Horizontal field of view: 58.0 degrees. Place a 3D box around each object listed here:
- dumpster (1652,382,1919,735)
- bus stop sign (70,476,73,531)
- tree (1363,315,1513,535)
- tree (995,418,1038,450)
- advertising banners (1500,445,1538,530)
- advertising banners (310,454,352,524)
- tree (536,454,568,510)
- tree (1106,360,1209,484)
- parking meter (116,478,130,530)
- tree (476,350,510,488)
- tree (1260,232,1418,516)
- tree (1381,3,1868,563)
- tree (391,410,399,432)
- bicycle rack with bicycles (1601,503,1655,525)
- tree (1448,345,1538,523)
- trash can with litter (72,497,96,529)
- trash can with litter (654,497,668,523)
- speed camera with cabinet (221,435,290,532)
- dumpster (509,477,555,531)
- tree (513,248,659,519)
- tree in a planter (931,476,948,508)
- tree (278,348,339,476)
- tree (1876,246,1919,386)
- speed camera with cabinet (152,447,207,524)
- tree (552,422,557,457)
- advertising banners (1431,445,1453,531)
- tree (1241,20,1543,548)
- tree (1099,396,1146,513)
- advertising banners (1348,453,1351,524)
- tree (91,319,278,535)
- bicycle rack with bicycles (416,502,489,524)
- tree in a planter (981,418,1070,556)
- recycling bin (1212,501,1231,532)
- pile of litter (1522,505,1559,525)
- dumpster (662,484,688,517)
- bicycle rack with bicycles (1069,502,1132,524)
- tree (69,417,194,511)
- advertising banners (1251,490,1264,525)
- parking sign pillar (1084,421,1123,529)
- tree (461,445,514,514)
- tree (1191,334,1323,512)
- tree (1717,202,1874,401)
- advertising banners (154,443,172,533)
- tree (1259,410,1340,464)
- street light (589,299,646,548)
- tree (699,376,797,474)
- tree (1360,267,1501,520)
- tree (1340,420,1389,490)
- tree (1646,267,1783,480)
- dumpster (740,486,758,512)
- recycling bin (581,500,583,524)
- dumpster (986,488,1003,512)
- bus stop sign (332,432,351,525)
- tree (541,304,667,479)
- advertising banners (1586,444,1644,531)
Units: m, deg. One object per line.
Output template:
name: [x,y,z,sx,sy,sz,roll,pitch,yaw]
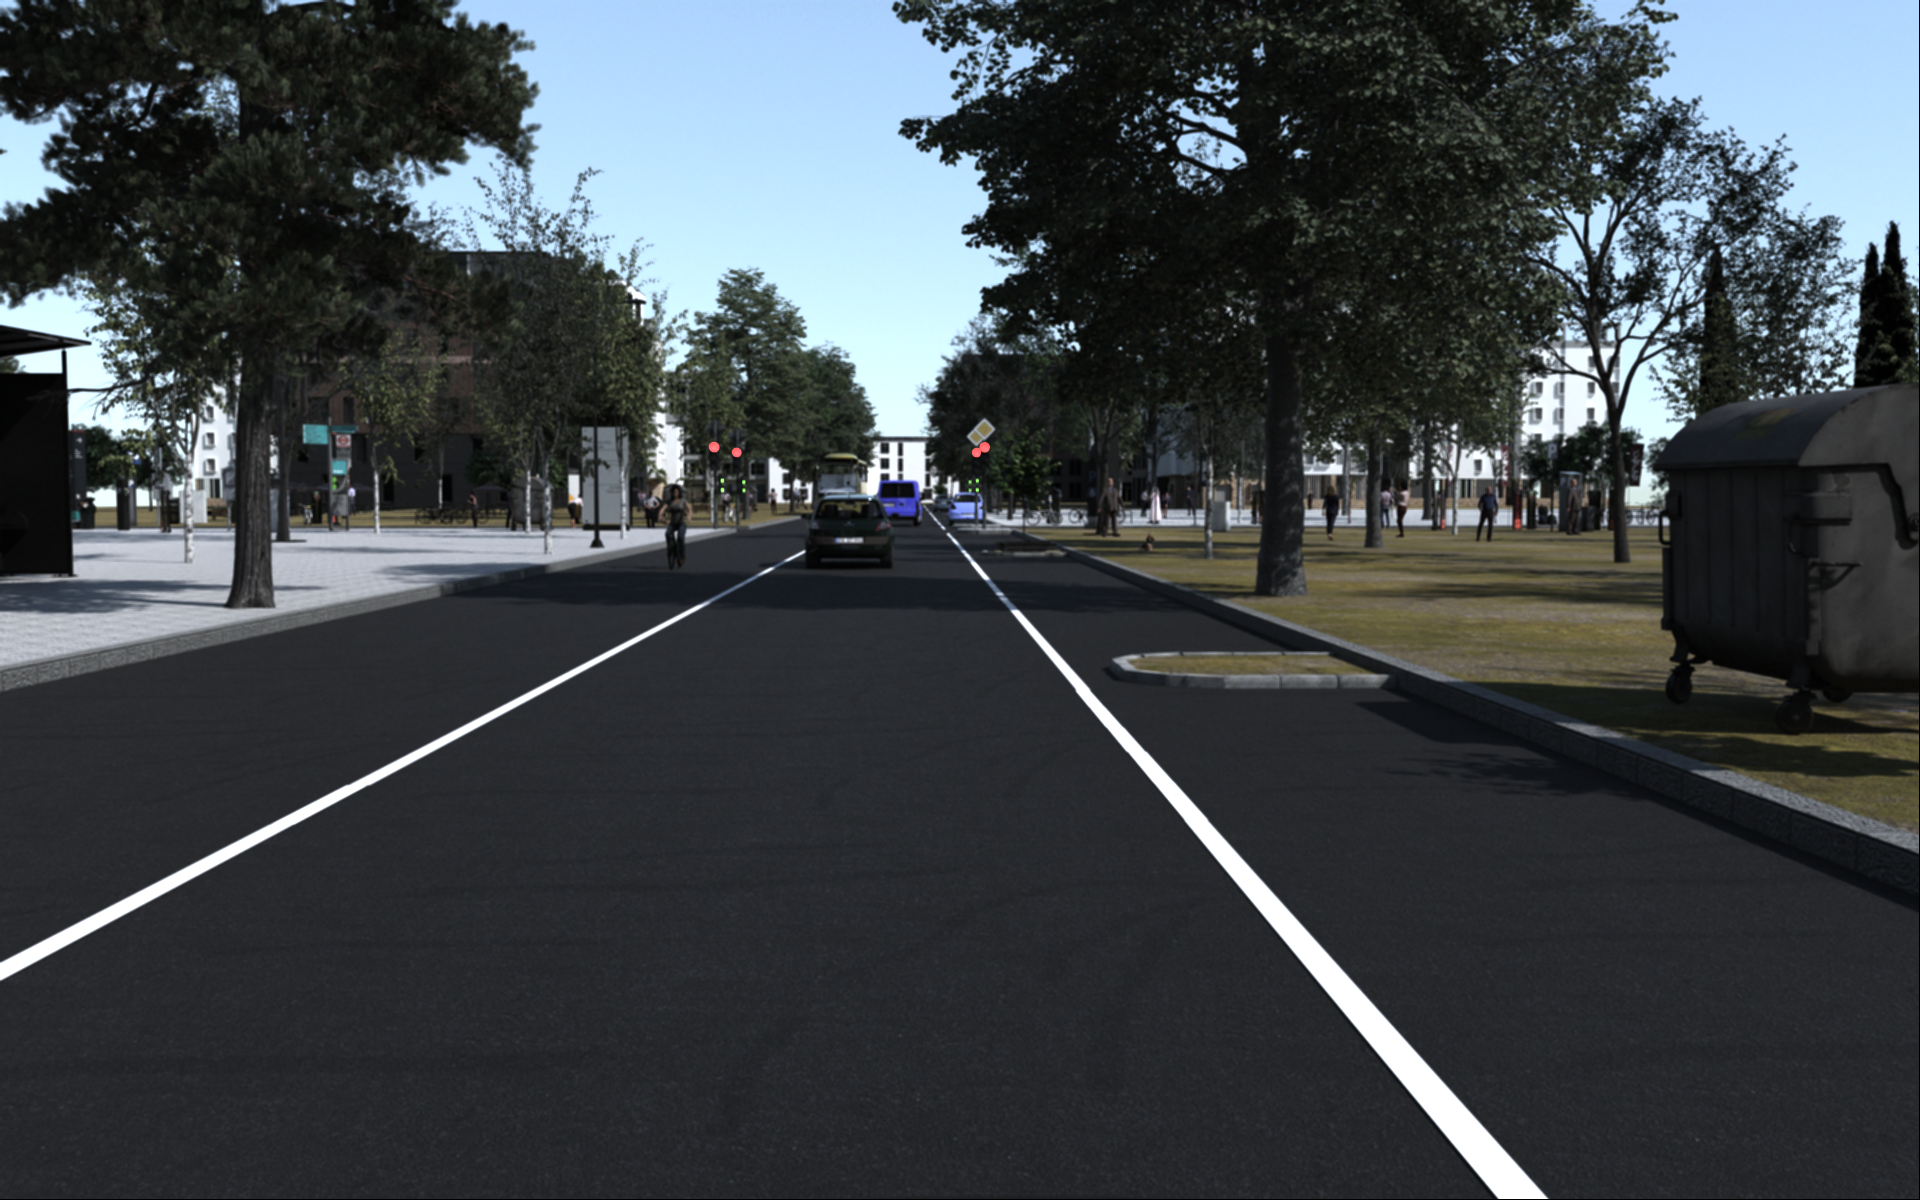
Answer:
dumpster: [4.934,-0.252,9.879,1.264,1.857,1.865,0,4,-2]
bus stop sign: [-31.314,-4.389,60.464,0.416,3.939,0.855,-1,4,-18]
tree: [15.474,-6.381,54.689,4.360,8.622,3.978,0,3,0]
tree: [4.368,-11.517,138.670,4.737,8.622,4.395,0,3,0]
advertising banners: [20.068,-4.039,62.225,2.074,3.025,0.090,-2,4,-33]
advertising banners: [-27.184,-4.814,74.901,0.090,3.025,2.074,3,4,37]
tree: [-31.788,-9.331,136.276,4.285,4.588,4.351,0,3,0]
tree: [12.412,-10.691,109.203,8.767,10.594,7.601,0,4,6]
parking meter: [-29.618,-3.400,61.301,0.399,1.863,0.255,2,4,23]
tree: [-21.061,-8.092,82.674,4.737,8.622,4.395,0,3,0]
tree: [23.748,-15.163,103.806,12.611,20.169,13.585,0,3,0]
tree: [12.409,-5.993,32.390,8.767,10.594,7.601,0,4,2]
tree: [-26.652,-8.412,87.893,4.360,8.622,3.978,0,3,0]
bicycle rack with bicycles: [27.853,-3.678,73.516,2.852,0.926,2.925,0,4,3]
tree: [23.193,-7.638,75.236,4.737,8.622,4.395,0,3,0]
trash can with litter: [-31.907,-3.150,62.898,1.055,1.170,0.624,1,4,22]
trash can with litter: [-13.325,-4.015,77.028,0.624,1.170,1.055,-3,5,-42]
speed camera with cabinet: [-23.663,-3.904,58.168,2.038,3.252,0.660,0,4,-1]
dumpster: [-14.919,-3.340,60.366,1.264,1.857,1.865,0,4,-2]
tree: [-19.312,-11.125,89.317,7.806,13.903,7.818,0,3,0]
tree in a planter: [-2.016,-10.757,173.098,1.991,3.239,1.994,0,4,-2]
tree: [-31.287,-7.963,80.559,4.360,8.622,3.978,0,3,0]
tree: [28.927,-6.141,50.763,4.737,8.622,4.395,0,3,0]
speed camera with cabinet: [-33.246,-4.859,73.775,2.038,3.252,0.660,0,4,-8]
tree: [-31.093,-13.002,122.950,12.009,13.543,11.850,0,3,0]
advertising banners: [17.075,-3.979,61.244,0.090,3.025,2.074,2,4,35]
tree: [10.011,-7.496,40.690,7.486,12.596,7.792,0,3,0]
tree: [10.953,-10.257,118.065,4.737,8.622,4.395,0,3,0]
advertising banners: [16.788,-4.798,74.634,0.090,3.025,2.074,1,4,15]
tree: [-24.336,-6.340,54.015,4.360,8.622,3.978,0,3,0]
bicycle rack with bicycles: [-22.188,-3.743,74.587,2.925,0.926,2.852,1,4,20]
tree in a planter: [1.510,-2.658,40.673,1.991,3.239,1.994,0,4,-2]
recycling bin: [8.763,-2.827,58.767,0.722,1.027,0.722,1,4,19]
pile of litter: [24.083,-3.546,71.948,1.719,0.858,1.176,1,4,11]
dumpster: [-16.046,-5.603,97.363,1.264,1.857,1.865,0,4,-2]
bicycle rack with bicycles: [6.183,-3.826,75.929,2.925,0.926,2.852,-1,4,-14]
tree: [-63.529,-10.125,128.446,11.467,7.101,20.602,-3,4,-38]
advertising banners: [12.674,-4.686,72.808,0.090,3.025,2.074,-1,4,-13]
parking sign pillar: [5.270,-4.591,63.538,1.447,3.967,1.447,3,5,43]
tree: [-30.703,-7.877,112.495,4.285,4.588,4.351,0,3,0]
tree: [21.546,-13.091,124.415,12.009,13.543,11.850,0,3,0]
tree: [21.486,-5.781,44.889,4.360,8.622,3.978,0,3,0]
advertising banners: [-26.596,-3.764,57.735,0.090,3.025,2.074,-3,4,-36]
tree: [21.860,-10.121,115.838,4.737,8.622,4.395,0,3,0]
street light: [-8.161,-4.209,41.355,1.470,5.913,1.316,0,4,-2]
tree: [-16.670,-12.281,135.205,8.767,10.594,7.601,0,4,7]
tree: [22.855,-10.876,85.250,7.806,13.903,7.818,0,3,0]
tree: [29.032,-10.600,123.667,4.737,8.622,4.395,0,3,0]
tree: [24.587,-6.462,56.018,4.737,8.622,4.395,0,3,0]
dumpster: [-15.494,-7.402,126.788,1.264,1.857,1.865,0,4,-1]
recycling bin: [-15.751,-3.748,73.833,0.722,1.027,0.722,0,4,-7]
dumpster: [2.437,-7.182,123.182,1.264,1.857,1.865,0,4,-2]
bus stop sign: [-25.316,-5.022,70.817,0.855,3.939,0.416,0,4,-1]
tree: [-22.896,-12.332,108.286,9.857,13.997,8.962,0,3,0]
advertising banners: [22.977,-3.950,60.775,0.090,3.025,2.074,-3,5,-43]
